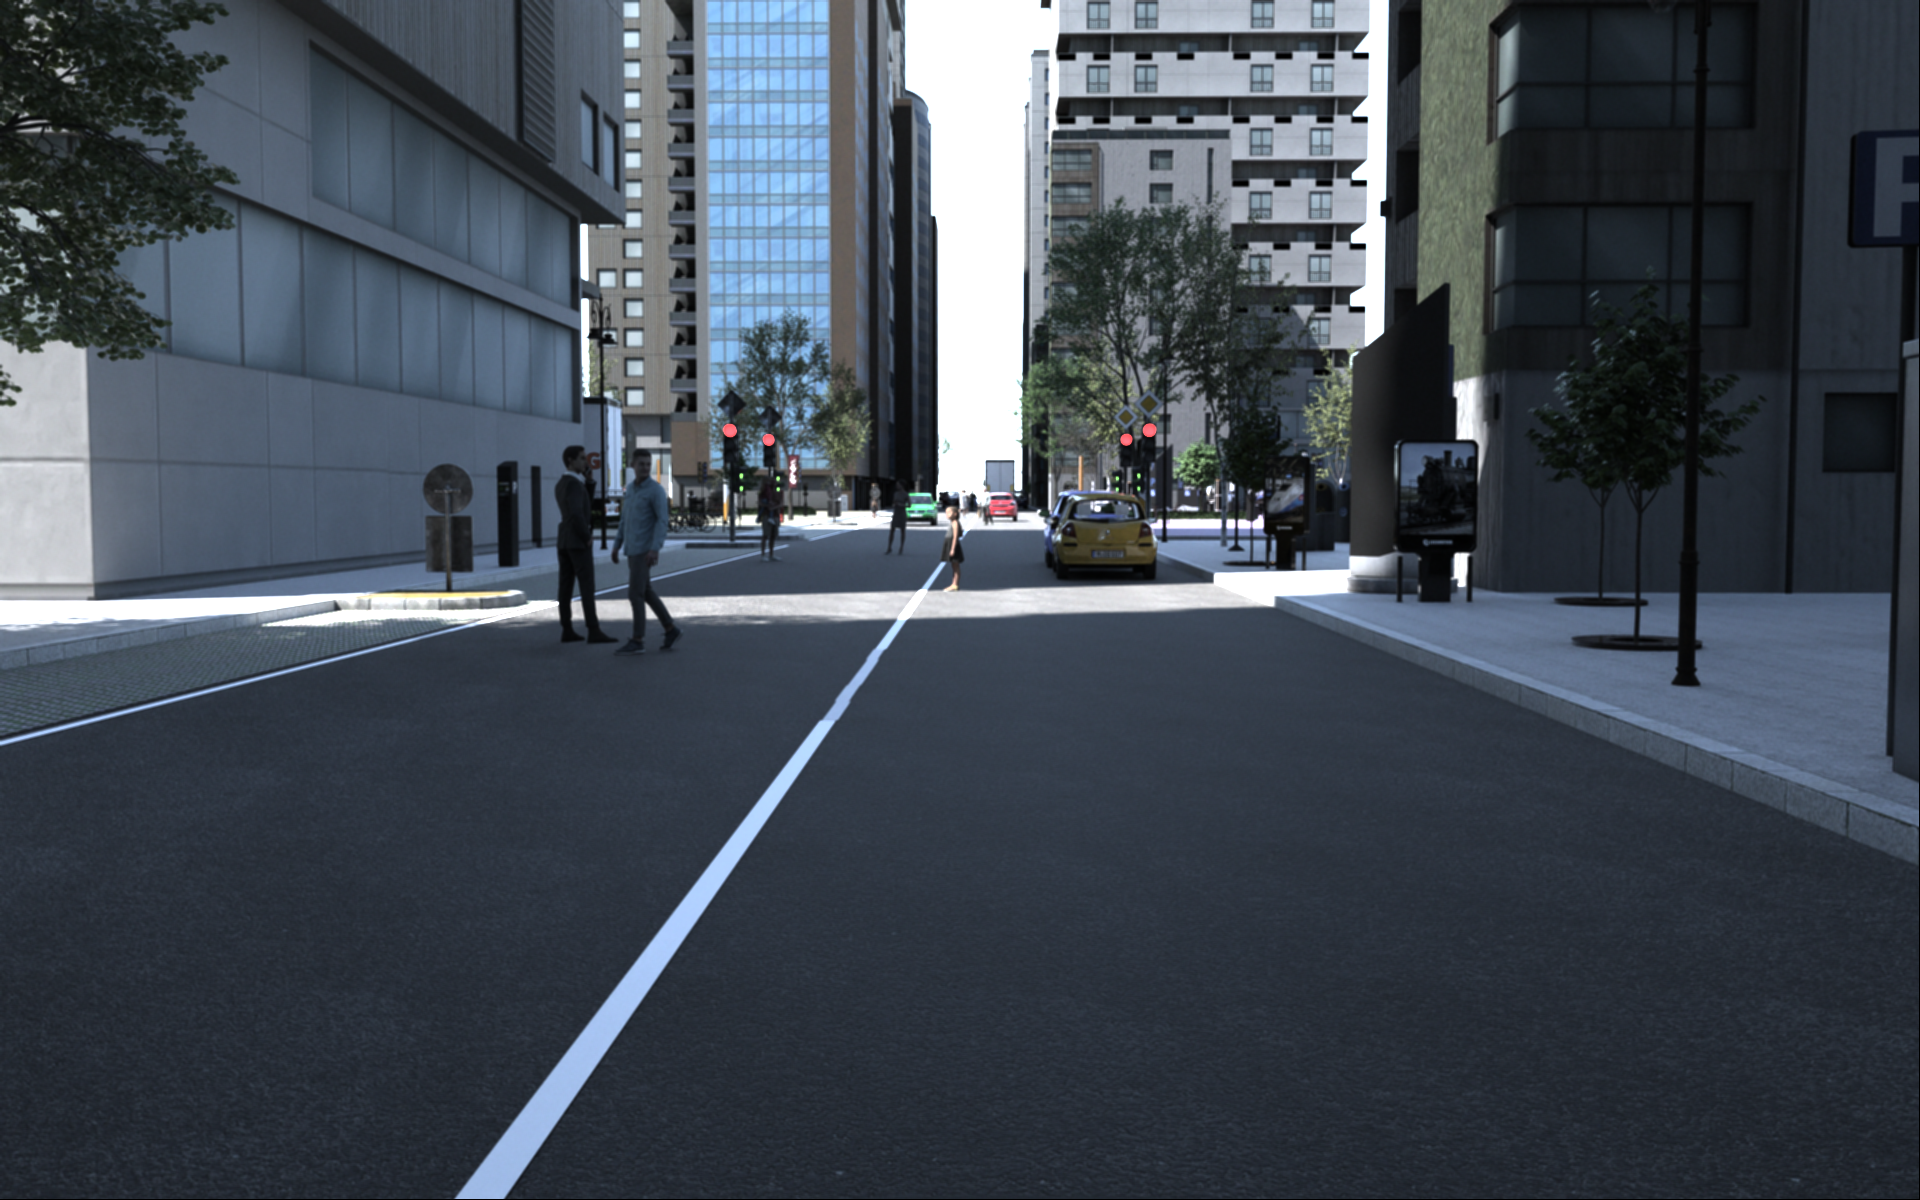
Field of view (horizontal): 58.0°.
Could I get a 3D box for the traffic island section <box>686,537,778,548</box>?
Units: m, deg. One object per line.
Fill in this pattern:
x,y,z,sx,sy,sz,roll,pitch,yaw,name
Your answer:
-6.166,-1.499,46.788,2.009,0.180,2.903,0,4,1,traffic island section

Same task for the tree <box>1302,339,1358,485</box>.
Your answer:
18.264,-8.112,82.994,4.737,8.622,4.395,0,3,0,tree

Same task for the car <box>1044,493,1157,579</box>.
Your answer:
2.508,-1.249,30.643,2.015,1.641,3.980,0,4,2,car

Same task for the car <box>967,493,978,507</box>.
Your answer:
1.025,-10.801,186.191,1.945,1.707,3.694,0,4,1,car

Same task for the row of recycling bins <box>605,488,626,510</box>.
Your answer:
-25.529,-7.294,126.372,3.534,1.692,1.069,3,5,40,row of recycling bins

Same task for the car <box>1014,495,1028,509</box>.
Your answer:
5.618,-9.403,166.312,1.945,1.354,3.894,0,4,0,car

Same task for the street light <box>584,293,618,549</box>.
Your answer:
-8.269,-4.114,40.051,0.468,5.910,1.993,0,4,1,street light

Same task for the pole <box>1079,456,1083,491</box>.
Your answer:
6.497,-6.060,92.916,0.158,3.312,0.155,0,3,0,pole

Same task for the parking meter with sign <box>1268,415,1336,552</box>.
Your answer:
7.637,-2.609,38.911,1.738,3.016,0.543,-2,4,-28,parking meter with sign

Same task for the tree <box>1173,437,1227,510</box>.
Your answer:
13.615,-6.936,97.125,4.285,4.588,4.351,0,3,0,tree

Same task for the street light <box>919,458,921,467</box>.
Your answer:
-4.973,-14.789,214.592,0.468,5.910,1.993,0,4,1,street light

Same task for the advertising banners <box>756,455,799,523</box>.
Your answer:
-8.149,-4.973,77.489,2.074,3.025,0.090,1,4,16,advertising banners

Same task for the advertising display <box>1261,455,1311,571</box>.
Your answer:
5.519,-1.472,29.284,0.123,1.923,0.974,-2,4,-35,advertising display

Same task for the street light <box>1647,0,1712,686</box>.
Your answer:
4.881,-2.366,11.468,0.468,5.910,1.993,0,4,1,street light

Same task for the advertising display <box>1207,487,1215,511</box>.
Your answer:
16.894,-6.785,116.151,0.123,1.923,0.974,-2,4,-31,advertising display

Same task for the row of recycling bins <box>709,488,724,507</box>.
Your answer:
-17.598,-7.245,125.570,1.069,1.692,3.534,0,4,-3,row of recycling bins

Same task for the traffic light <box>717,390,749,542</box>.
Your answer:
-6.126,-3.531,46.653,0.839,4.253,0.868,0,4,1,traffic light

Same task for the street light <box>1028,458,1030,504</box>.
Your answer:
8.865,-15.192,221.182,0.468,5.910,1.993,0,4,1,street light

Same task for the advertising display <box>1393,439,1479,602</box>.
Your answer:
5.636,-0.937,20.530,0.974,1.923,0.123,0,4,-4,advertising display

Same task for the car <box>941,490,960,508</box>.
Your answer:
-0.813,-10.222,175.799,2.281,1.827,5.304,0,3,0,car

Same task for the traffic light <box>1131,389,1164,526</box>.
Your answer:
5.034,-3.519,46.458,0.839,4.253,0.868,0,4,1,traffic light

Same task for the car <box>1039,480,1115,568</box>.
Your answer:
2.566,-1.554,35.004,1.945,1.707,3.694,0,4,2,car

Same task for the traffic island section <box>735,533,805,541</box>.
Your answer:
-6.014,-1.987,54.772,2.009,0.180,2.903,0,4,1,traffic island section

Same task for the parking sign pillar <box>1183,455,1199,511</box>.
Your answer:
14.343,-7.362,108.840,1.447,3.967,1.447,1,4,22,parking sign pillar

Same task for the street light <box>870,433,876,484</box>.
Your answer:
-6.641,-9.733,131.916,0.468,5.910,1.993,0,4,1,street light

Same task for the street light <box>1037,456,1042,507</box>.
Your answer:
7.921,-12.178,171.905,0.468,5.910,1.993,0,4,1,street light

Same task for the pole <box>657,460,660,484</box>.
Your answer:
-17.917,-6.679,103.052,0.158,3.312,0.155,0,3,0,pole

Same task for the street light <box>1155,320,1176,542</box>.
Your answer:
5.459,-4.483,46.085,0.468,5.910,1.993,0,4,1,street light

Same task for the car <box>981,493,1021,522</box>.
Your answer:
2.144,-5.054,91.681,2.155,1.783,4.494,0,4,2,car

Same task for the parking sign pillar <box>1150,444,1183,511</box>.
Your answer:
10.799,-6.386,92.876,1.447,3.967,1.447,-3,4,-39,parking sign pillar

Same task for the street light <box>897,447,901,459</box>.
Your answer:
-5.866,-11.835,166.285,0.468,5.910,1.993,0,4,1,street light

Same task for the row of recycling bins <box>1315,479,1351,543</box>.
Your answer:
10.609,-2.350,45.537,1.069,1.692,3.534,-3,4,-37,row of recycling bins

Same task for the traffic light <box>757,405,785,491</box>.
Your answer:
-5.974,-4.019,54.637,0.839,4.253,0.868,0,4,1,traffic light

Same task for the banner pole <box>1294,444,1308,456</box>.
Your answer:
16.940,-5.892,86.345,0.863,3.779,0.401,0,4,-3,banner pole

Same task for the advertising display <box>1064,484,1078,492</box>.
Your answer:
7.448,-6.809,116.545,0.974,1.923,0.123,-1,4,-14,advertising display

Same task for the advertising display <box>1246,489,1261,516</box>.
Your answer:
15.116,-5.106,88.700,0.974,1.923,0.123,-1,4,-17,advertising display

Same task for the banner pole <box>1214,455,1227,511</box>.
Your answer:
14.989,-6.735,100.133,0.863,3.779,0.401,0,4,-1,banner pole

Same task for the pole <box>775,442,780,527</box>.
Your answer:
-7.184,-4.542,68.111,0.158,3.312,0.155,0,3,0,pole

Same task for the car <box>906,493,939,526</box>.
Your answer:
-1.945,-4.318,79.388,1.959,1.807,4.718,0,3,0,car

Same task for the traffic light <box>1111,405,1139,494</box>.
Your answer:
5.185,-4.007,54.441,0.839,4.253,0.868,0,4,1,traffic light

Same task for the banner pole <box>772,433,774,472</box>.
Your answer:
-7.682,-4.945,70.874,0.401,3.779,0.863,-1,4,-15,banner pole

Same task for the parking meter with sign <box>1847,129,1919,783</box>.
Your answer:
4.441,-0.692,7.579,0.543,3.016,1.738,1,4,9,parking meter with sign

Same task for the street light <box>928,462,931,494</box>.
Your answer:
-4.384,-16.860,248.445,0.468,5.910,1.993,0,4,1,street light

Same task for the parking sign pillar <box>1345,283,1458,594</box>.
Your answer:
5.818,-2.096,22.738,1.447,3.967,1.447,3,5,40,parking sign pillar
